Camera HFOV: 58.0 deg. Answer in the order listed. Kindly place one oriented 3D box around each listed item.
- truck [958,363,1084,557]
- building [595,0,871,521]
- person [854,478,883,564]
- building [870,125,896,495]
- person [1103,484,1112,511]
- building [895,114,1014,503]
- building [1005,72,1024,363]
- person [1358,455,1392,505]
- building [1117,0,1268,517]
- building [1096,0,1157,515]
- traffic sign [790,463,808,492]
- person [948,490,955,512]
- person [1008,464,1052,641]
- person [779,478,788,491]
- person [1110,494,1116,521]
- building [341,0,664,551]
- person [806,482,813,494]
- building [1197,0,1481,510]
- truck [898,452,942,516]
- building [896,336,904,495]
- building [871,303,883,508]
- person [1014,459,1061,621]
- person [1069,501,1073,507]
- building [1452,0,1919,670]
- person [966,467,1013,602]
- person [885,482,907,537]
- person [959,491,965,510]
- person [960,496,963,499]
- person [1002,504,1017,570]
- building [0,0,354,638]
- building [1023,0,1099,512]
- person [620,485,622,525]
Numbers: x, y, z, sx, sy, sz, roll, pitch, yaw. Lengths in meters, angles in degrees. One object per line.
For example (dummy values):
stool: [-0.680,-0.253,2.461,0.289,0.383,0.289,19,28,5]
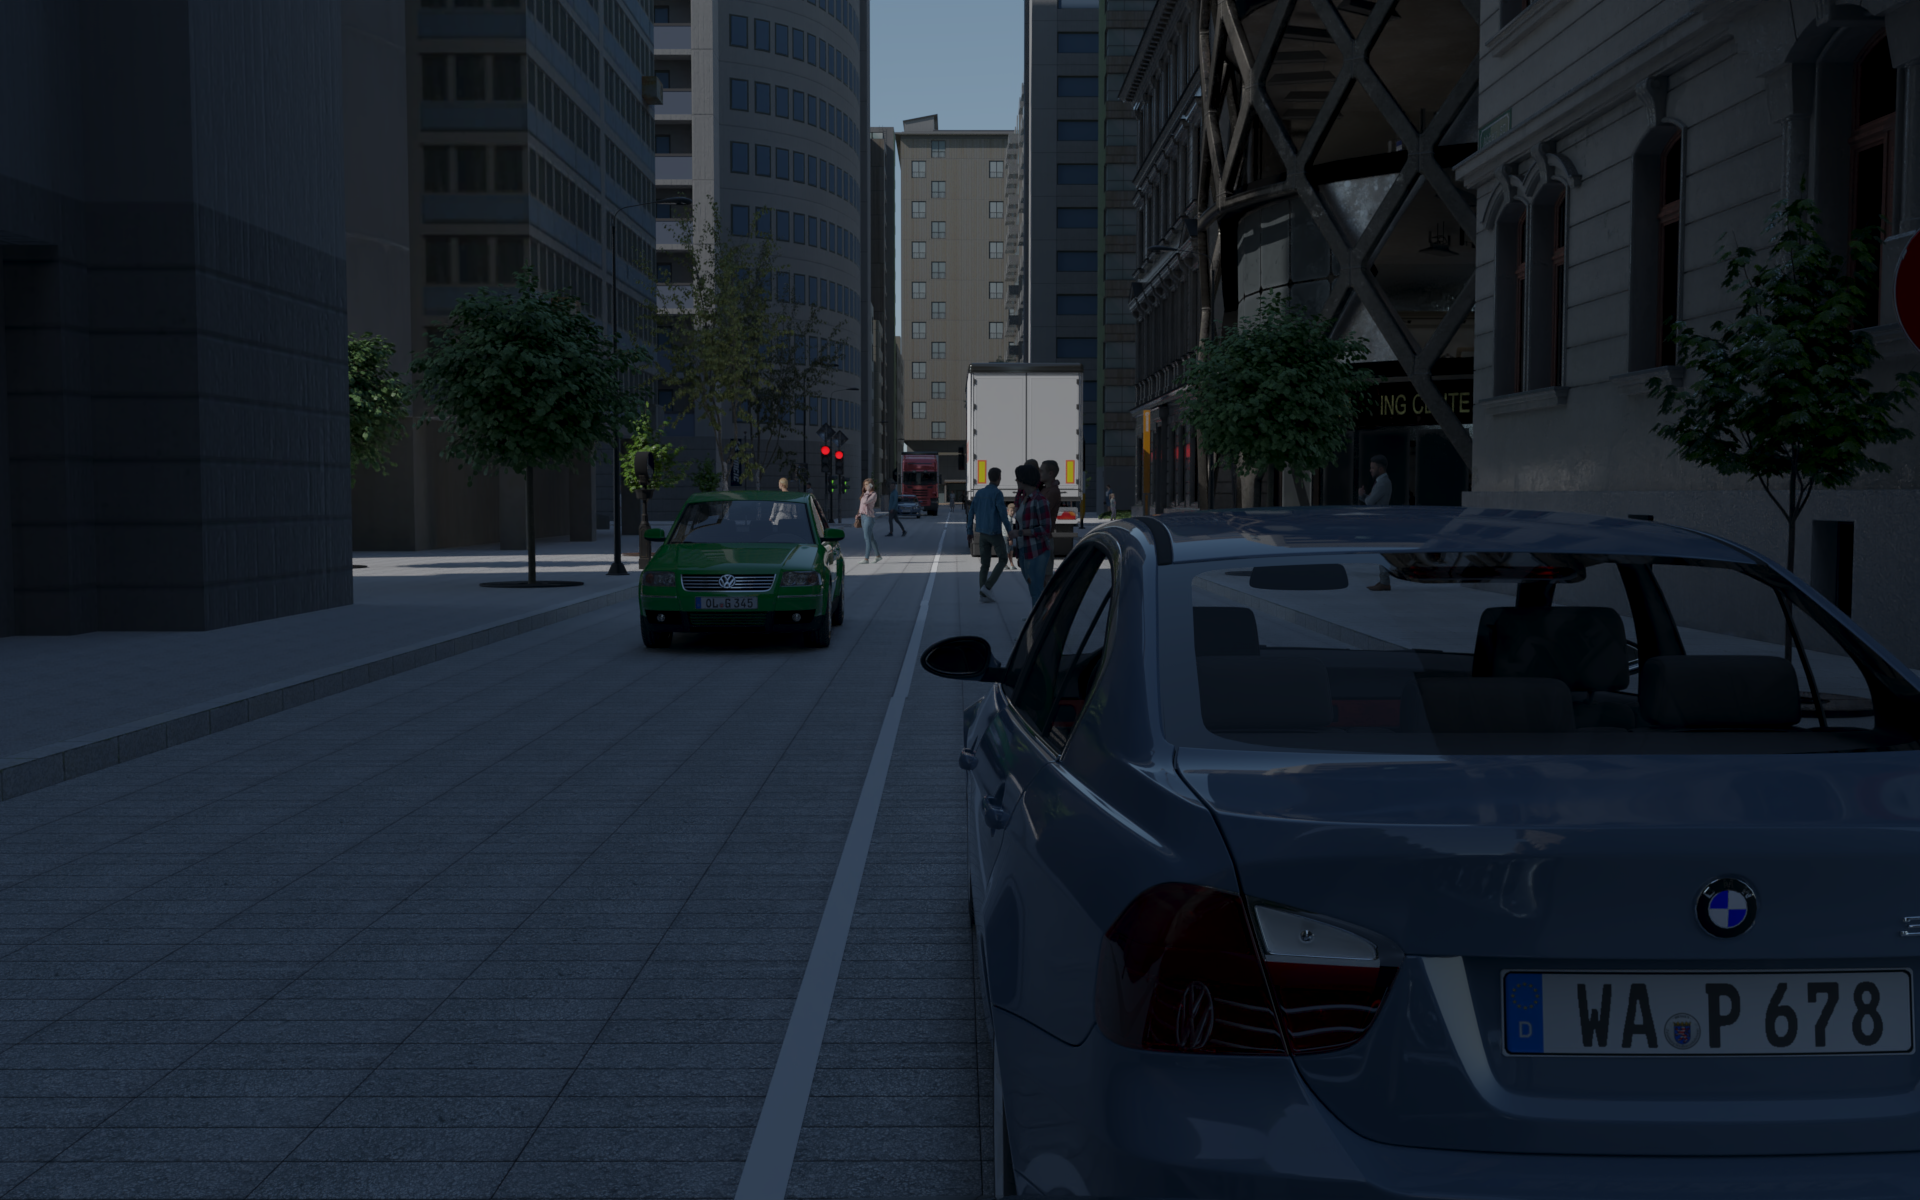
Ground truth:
truck: [1.383,-3.285,42.621,2.839,4.237,11.283,0,4,0]
building: [-16.073,-33.781,94.320,21.231,58.520,28.212,0,4,0]
person: [-1.846,-1.628,35.711,0.643,1.750,0.593,-2,4,-25]
building: [-14.198,-30.814,187.395,14.154,41.232,14.086,0,4,0]
person: [8.321,-5.527,96.437,0.654,1.822,0.581,-1,4,-20]
building: [4.889,-40.326,248.571,27.495,52.752,28.713,0,4,0]
building: [16.728,-36.093,209.726,23.786,49.044,30.456,0,4,0]
person: [5.538,-1.034,23.123,0.466,1.800,0.511,0,4,0]
building: [11.257,-11.722,56.284,10.561,19.102,19.286,0,4,0]
building: [15.289,-25.805,105.506,14.154,41.232,14.086,0,4,0]
traffic sign: [-5.300,-3.363,57.114,0.606,2.300,0.079,1,4,9]
person: [-0.672,-7.922,138.589,0.480,1.755,0.524,1,4,22]
person: [0.747,-0.461,16.879,0.643,1.720,0.563,-1,4,-16]
person: [-3.855,-1.764,37.687,0.694,1.780,0.624,-1,4,-11]
person: [7.140,-4.284,80.367,0.394,1.301,0.425,1,4,12]
building: [-21.126,-21.754,47.564,23.993,40.220,32.217,0,4,0]
person: [-6.768,-4.327,76.975,0.511,1.800,0.466,3,5,39]
building: [13.615,-10.449,38.286,16.820,18.784,16.811,0,4,0]
truck: [-2.713,-7.815,116.683,2.839,4.237,11.283,0,4,-2]
building: [-21.731,-22.488,212.724,28.899,21.520,27.650,0,4,0]
building: [-21.850,-19.663,166.522,27.650,21.520,28.899,0,4,0]
person: [0.895,-0.673,19.473,0.580,1.828,0.573,2,4,24]
person: [7.394,-6.662,114.876,0.836,1.842,0.656,3,4,38]
building: [13.193,-13.743,12.089,14.401,28.519,23.554,0,4,0]
person: [0.382,-0.852,22.769,0.444,1.785,0.601,-3,5,-44]
person: [-2.168,-3.053,58.284,0.748,1.841,0.638,0,4,6]
person: [0.390,-9.161,158.998,1.217,1.735,0.721,-2,4,-32]
person: [0.629,-9.494,163.731,1.348,1.823,0.705,-1,4,-21]
person: [0.935,-1.200,32.804,0.352,1.250,0.332,3,4,38]
building: [-17.510,-28.280,4.376,21.231,58.520,28.212,0,4,0]
building: [15.425,-36.212,134.073,21.231,58.520,28.212,0,4,0]
person: [-13.851,-3.853,71.381,0.818,1.842,0.514,-3,4,-38]
